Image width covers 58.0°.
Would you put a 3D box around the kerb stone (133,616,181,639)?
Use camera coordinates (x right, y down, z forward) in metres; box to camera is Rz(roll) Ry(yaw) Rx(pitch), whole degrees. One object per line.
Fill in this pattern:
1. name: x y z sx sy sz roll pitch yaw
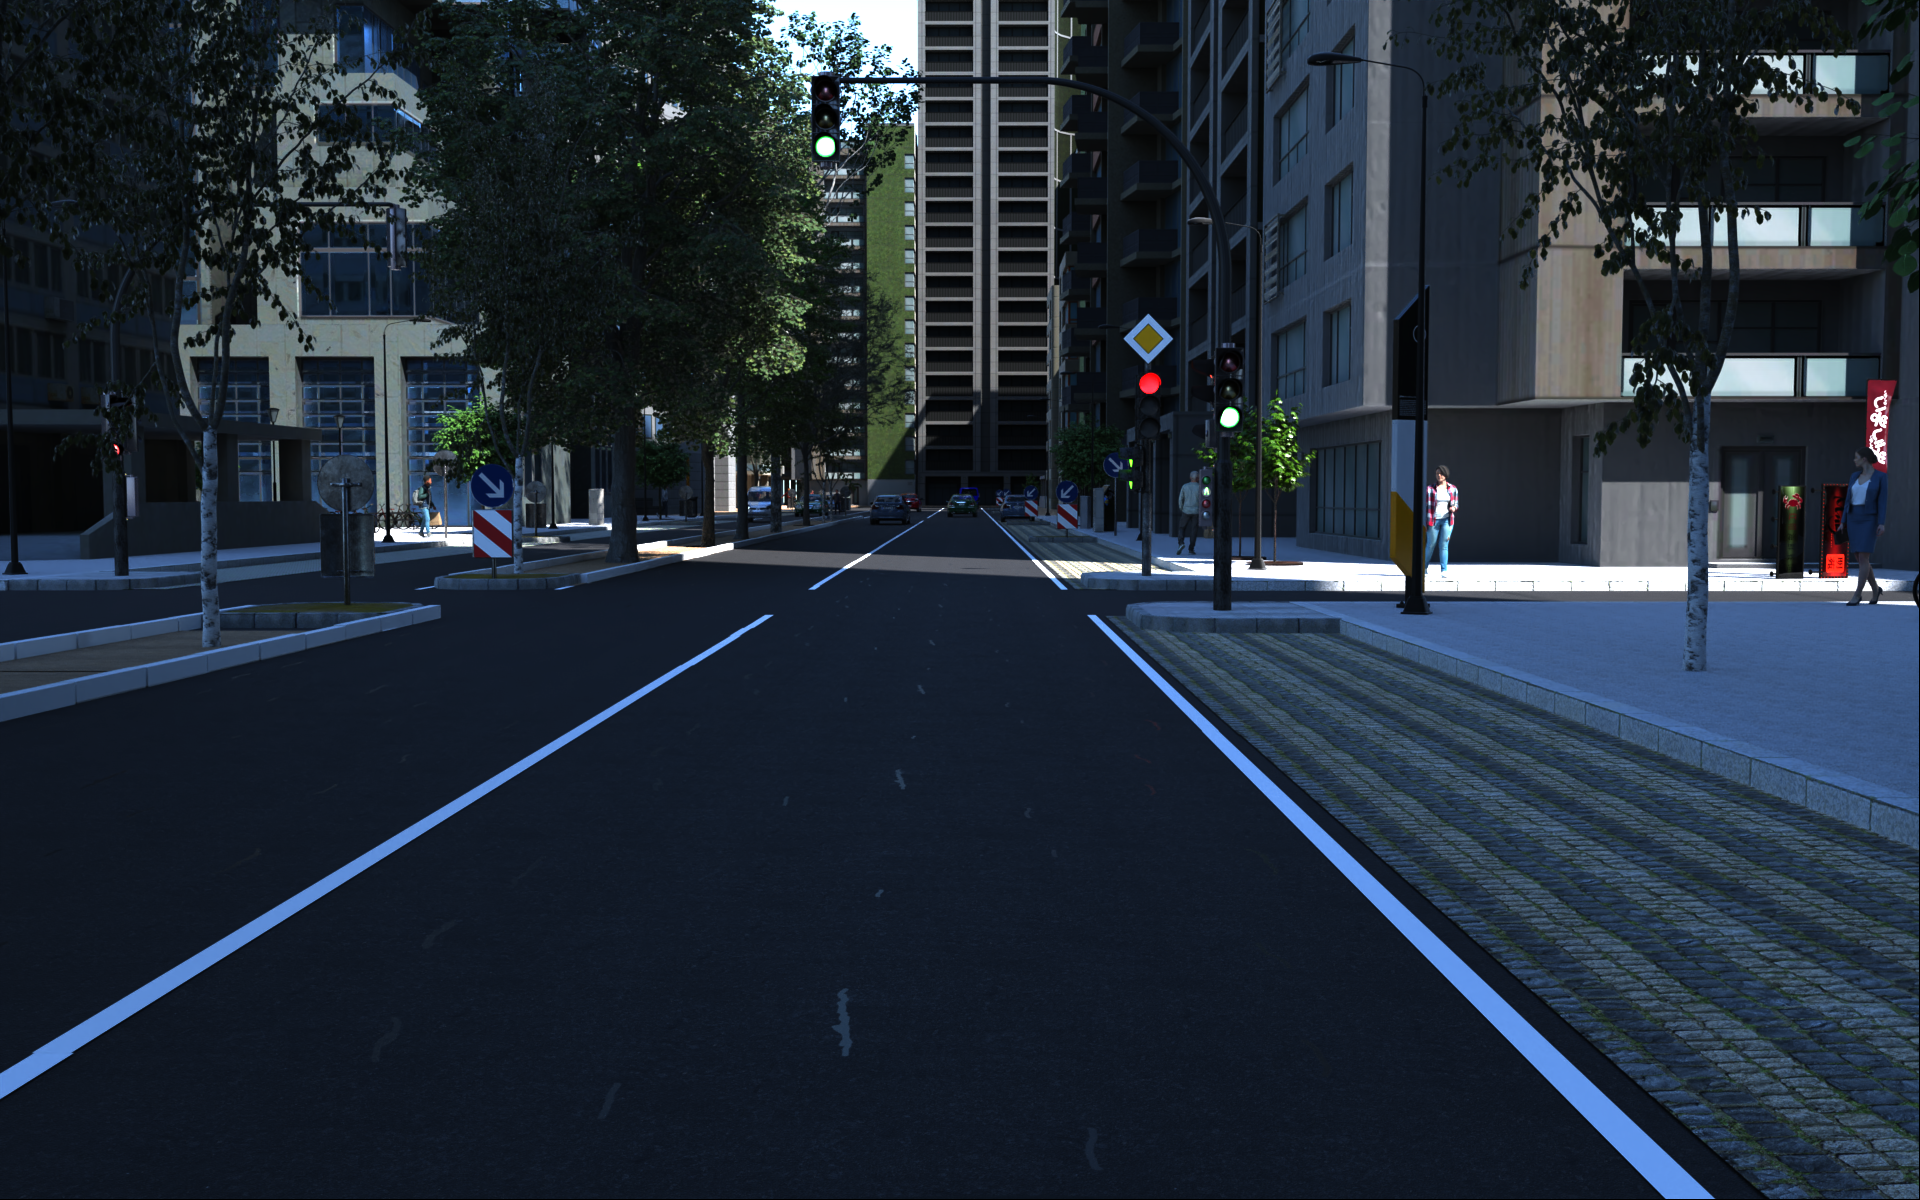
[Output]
1. kerb stone: -8.175 0.294 17.468 0.120 0.150 1.000 0 4 0

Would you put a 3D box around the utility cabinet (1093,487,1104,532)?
1. utility cabinet: 4.665 -3.047 58.503 0.318 1.500 1.173 0 4 1

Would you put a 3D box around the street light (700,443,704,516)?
1. street light: -14.468 -7.841 100.746 1.470 5.913 1.316 0 4 0

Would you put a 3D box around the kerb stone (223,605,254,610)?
1. kerb stone: -8.168 0.164 19.520 0.120 0.150 1.000 0 4 0

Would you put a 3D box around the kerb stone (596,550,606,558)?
1. kerb stone: -8.089 -0.997 38.498 0.120 0.150 1.000 0 4 0

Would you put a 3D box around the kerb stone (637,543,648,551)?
1. kerb stone: -8.071 -1.307 43.618 0.120 0.150 1.000 0 4 0

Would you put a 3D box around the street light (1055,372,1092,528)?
1. street light: 4.493 -5.703 65.793 1.470 5.913 1.316 0 4 0

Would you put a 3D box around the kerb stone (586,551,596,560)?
1. kerb stone: -8.095 -0.934 37.473 0.120 0.150 1.000 0 4 0

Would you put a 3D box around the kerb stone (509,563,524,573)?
1. kerb stone: -8.119 -0.559 31.330 0.120 0.150 1.000 0 4 0

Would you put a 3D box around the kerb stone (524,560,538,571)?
1. kerb stone: -8.117 -0.621 32.352 0.120 0.150 1.000 0 4 0

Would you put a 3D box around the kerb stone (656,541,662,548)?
1. kerb stone: -8.065 -1.430 45.676 0.120 0.150 1.000 0 4 0

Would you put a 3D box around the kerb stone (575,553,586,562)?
1. kerb stone: -8.101 -0.872 36.451 0.120 0.150 1.000 0 4 0

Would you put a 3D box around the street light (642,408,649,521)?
1. street light: -14.396 -6.701 82.094 1.470 5.913 1.316 0 4 0

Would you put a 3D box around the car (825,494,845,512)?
1. car: -10.205 -7.822 139.890 2.014 1.417 4.499 0 4 1

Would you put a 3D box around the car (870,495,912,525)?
1. car: -3.307 -4.300 82.307 2.014 1.417 4.499 0 4 1

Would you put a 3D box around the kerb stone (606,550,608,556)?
1. kerb stone: -8.085 -1.060 39.520 0.120 0.150 1.000 0 4 0

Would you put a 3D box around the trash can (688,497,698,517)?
1. trash can: -14.720 -5.099 95.024 0.748 1.137 0.748 0 3 0

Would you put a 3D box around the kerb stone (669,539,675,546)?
1. kerb stone: -8.059 -1.561 47.725 0.120 0.150 1.000 0 4 0

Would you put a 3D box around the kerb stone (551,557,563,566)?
1. kerb stone: -8.105 -0.745 34.402 0.120 0.150 1.000 0 4 0

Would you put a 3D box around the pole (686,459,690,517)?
1. pole: -15.173 -6.286 96.621 0.158 3.312 0.155 0 3 0

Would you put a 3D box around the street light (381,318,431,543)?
1. street light: -14.603 -4.475 45.701 1.470 5.913 1.316 0 4 0

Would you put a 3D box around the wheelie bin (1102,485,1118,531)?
1. wheelie bin: 5.059 -3.181 59.912 0.693 1.594 0.980 -1 4 -15

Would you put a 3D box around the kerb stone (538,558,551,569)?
1. kerb stone: -8.115 -0.682 33.374 0.120 0.150 1.000 0 4 0

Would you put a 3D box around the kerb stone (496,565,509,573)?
1. kerb stone: -8.126 -0.489 30.307 0.120 0.150 1.000 0 4 0

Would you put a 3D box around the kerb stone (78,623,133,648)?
1. kerb stone: -8.174 0.352 16.443 0.120 0.150 1.000 0 4 0

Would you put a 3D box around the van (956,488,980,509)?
1. van: 0.810 -9.885 166.004 2.240 2.365 5.245 0 4 -1

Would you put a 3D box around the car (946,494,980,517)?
1. car: 0.165 -5.914 108.491 2.131 1.459 4.920 0 4 2

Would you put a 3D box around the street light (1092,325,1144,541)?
1. street light: 4.485 -4.590 47.596 1.470 5.913 1.316 0 4 0

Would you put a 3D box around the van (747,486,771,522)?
1. van: -10.208 -5.019 89.067 2.013 2.044 4.112 0 4 -1

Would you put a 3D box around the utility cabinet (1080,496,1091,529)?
1. utility cabinet: 4.704 -3.275 64.711 0.306 1.237 1.020 1 4 11

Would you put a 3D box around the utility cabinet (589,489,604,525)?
1. utility cabinet: -15.013 -3.839 71.442 0.318 1.500 1.173 -2 4 -29

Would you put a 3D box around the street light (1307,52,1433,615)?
1. street light: 4.352 -2.804 18.387 1.470 5.913 1.316 0 4 0

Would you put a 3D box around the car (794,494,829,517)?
1. car: -9.516 -6.087 111.327 2.131 1.459 4.920 0 4 2

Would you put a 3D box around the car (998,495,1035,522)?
1. car: 2.953 -4.703 88.899 2.014 1.417 4.499 0 4 2

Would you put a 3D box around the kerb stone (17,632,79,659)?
1. kerb stone: -8.183 0.414 15.420 0.120 0.150 1.000 0 4 0

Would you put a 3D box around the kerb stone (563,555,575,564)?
1. kerb stone: -8.102 -0.809 35.424 0.120 0.150 1.000 0 4 0

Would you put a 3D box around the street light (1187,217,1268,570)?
1. street light: 4.515 -3.469 29.255 1.470 5.913 1.316 0 4 0

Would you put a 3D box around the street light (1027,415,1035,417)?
1. street light: 4.652 -7.929 102.187 1.470 5.913 1.316 0 4 0

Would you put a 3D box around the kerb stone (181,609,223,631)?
1. kerb stone: -8.170 0.228 18.491 0.120 0.150 1.000 0 4 0

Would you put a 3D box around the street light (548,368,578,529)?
1. street light: -14.509 -5.588 63.897 1.470 5.913 1.316 0 4 0

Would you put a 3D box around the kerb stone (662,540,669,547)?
1. kerb stone: -8.070 -1.499 46.703 0.120 0.150 1.000 0 4 0

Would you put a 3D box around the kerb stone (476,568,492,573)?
1. kerb stone: -8.126 -0.433 29.277 0.120 0.150 1.000 0 4 0

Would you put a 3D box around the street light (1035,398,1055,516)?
1. street light: 4.518 -6.816 83.990 1.470 5.913 1.316 0 4 0

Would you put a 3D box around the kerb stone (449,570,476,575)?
1. kerb stone: -8.131 -0.370 28.248 0.120 0.150 1.000 0 4 0

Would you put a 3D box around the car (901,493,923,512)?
1. car: -4.064 -7.973 139.405 2.155 1.783 4.494 0 4 2

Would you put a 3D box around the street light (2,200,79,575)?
1. street light: -14.565 -3.362 27.503 1.470 5.913 1.316 0 4 0

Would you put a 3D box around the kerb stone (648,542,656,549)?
1. kerb stone: -8.063 -1.374 44.653 0.120 0.150 1.000 0 4 0

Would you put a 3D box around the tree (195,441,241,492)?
1. tree: -23.858 -3.669 54.596 1.663 3.219 1.824 0 3 0

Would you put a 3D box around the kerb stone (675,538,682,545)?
1. kerb stone: -8.040 -1.622 48.751 0.120 0.150 1.000 0 4 0
